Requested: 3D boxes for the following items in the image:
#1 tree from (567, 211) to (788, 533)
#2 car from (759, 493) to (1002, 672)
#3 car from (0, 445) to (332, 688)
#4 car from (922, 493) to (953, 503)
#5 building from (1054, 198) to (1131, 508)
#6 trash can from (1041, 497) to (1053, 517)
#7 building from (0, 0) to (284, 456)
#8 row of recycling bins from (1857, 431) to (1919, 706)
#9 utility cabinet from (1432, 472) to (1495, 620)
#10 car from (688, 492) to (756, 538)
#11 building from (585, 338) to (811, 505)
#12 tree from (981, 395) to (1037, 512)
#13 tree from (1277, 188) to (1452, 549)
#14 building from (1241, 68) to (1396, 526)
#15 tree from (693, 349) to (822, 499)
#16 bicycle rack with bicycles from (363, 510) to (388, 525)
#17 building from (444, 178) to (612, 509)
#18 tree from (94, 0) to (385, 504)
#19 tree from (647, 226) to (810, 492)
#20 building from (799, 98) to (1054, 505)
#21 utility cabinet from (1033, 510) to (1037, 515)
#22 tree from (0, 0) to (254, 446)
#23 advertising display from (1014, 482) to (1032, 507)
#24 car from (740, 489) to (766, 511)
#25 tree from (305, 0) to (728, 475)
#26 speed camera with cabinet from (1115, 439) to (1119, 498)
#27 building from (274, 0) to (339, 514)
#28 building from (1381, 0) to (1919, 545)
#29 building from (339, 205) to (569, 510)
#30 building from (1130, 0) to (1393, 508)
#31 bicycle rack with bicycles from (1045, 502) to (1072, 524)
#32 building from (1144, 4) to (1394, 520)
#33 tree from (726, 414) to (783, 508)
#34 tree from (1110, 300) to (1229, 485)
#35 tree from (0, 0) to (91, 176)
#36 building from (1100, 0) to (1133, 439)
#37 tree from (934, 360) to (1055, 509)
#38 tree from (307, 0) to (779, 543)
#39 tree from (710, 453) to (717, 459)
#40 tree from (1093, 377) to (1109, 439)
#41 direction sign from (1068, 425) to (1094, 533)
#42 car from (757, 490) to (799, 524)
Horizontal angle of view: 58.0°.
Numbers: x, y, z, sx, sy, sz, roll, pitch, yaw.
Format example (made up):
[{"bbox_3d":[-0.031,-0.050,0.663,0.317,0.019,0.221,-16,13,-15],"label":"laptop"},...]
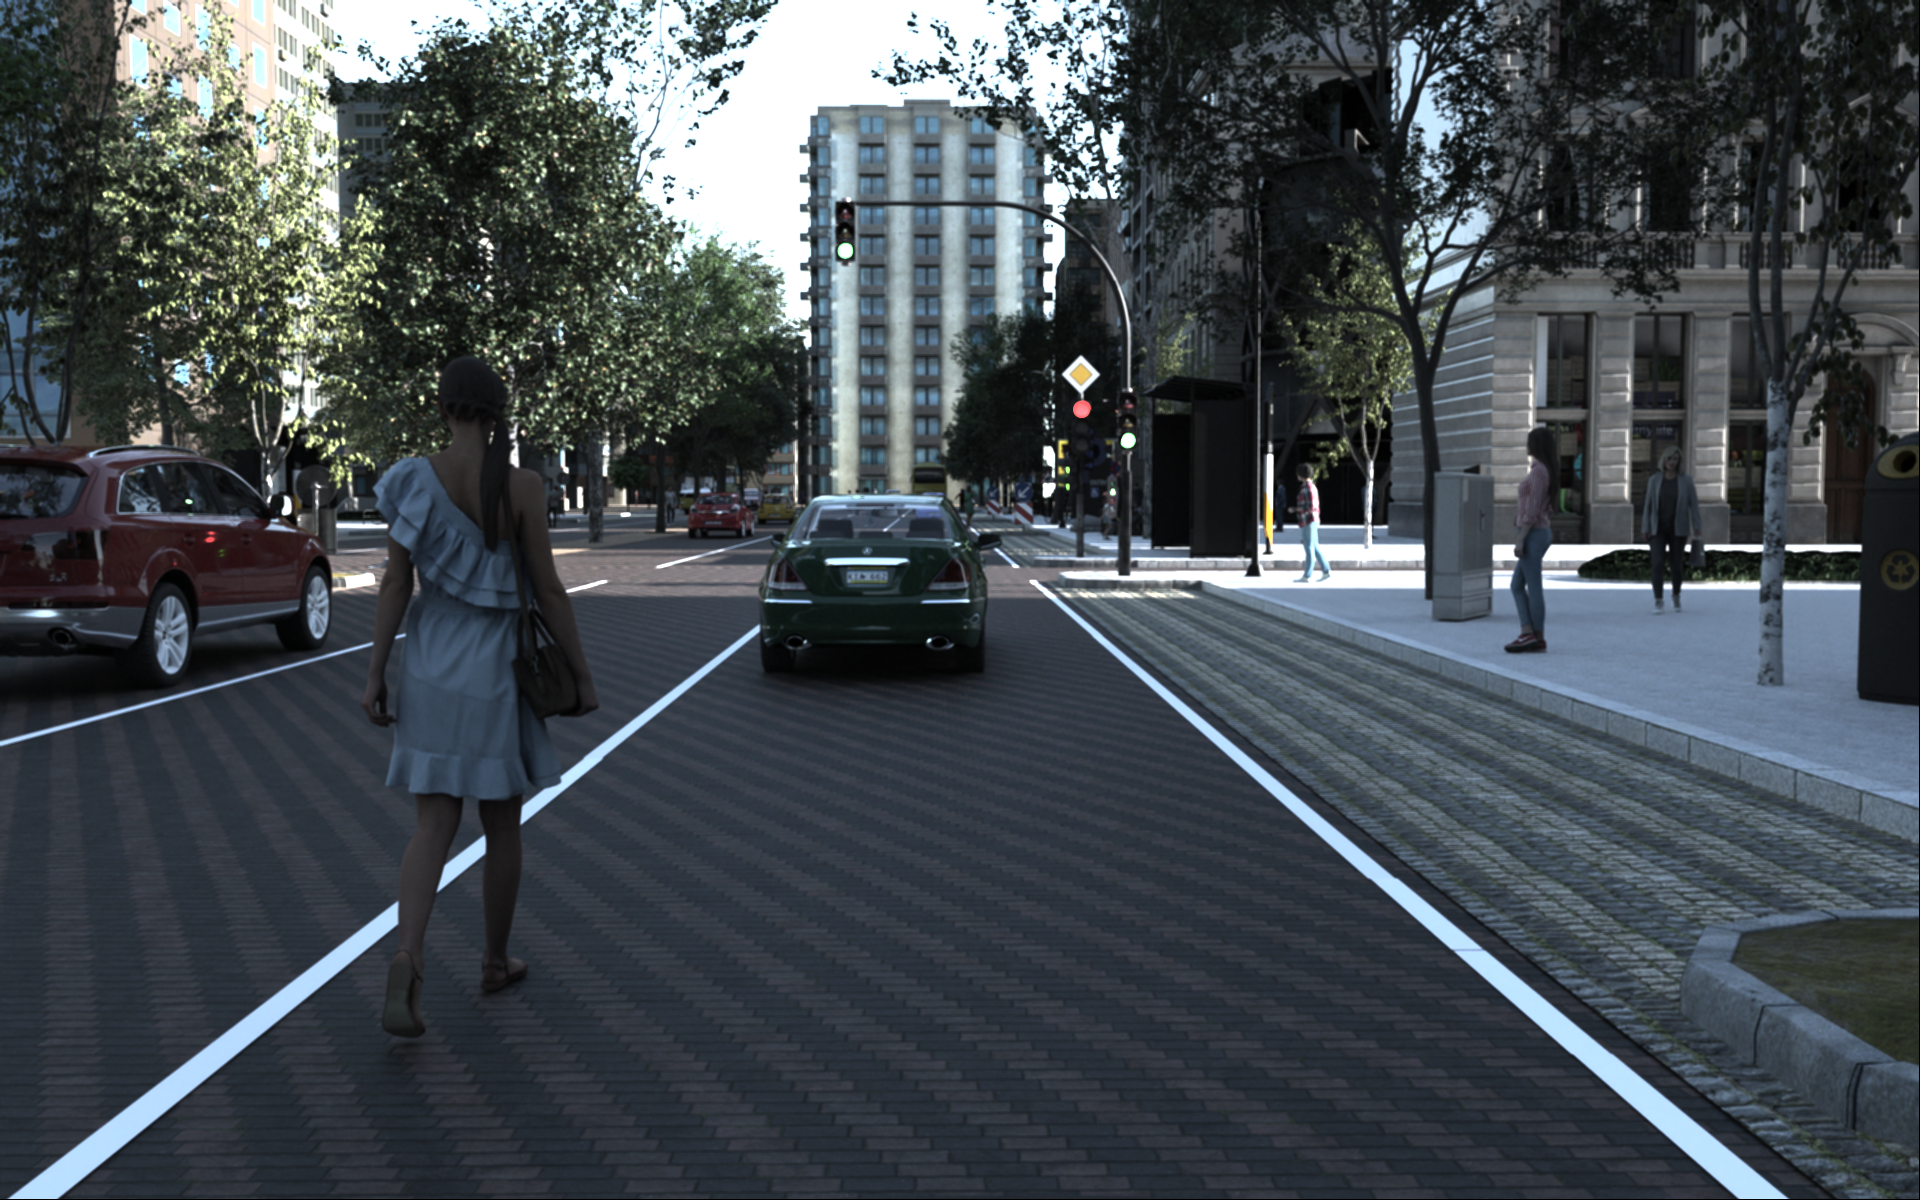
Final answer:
[{"bbox_3d":[-10.805,-8.225,62.687,9.928,11.665,9.643,0,3,0],"label":"tree"},{"bbox_3d":[-0.682,-0.220,15.392,2.131,1.459,4.920,0,4,0],"label":"car"},{"bbox_3d":[-6.883,-0.345,14.312,2.281,1.827,5.304,0,4,-1],"label":"car"},{"bbox_3d":[-1.312,-4.560,84.146,1.945,1.707,3.694,0,4,-2],"label":"car"},{"bbox_3d":[17.094,-24.435,171.212,14.160,30.474,14.107,0,4,-1],"label":"building"},{"bbox_3d":[4.935,-5.306,98.412,0.748,1.137,0.748,0,3,0],"label":"trash can"},{"bbox_3d":[-34.951,-25.305,63.845,14.600,45.320,14.200,0,4,-1],"label":"building"},{"bbox_3d":[6.122,-0.141,9.413,1.069,1.692,3.534,0,4,0],"label":"row of recycling bins"},{"bbox_3d":[5.210,-0.561,17.857,0.318,1.500,1.173,2,4,32],"label":"utility cabinet"},{"bbox_3d":[-7.924,-2.974,57.670,2.155,1.783,4.494,0,4,-1],"label":"car"},{"bbox_3d":[-33.790,-22.607,214.671,28.899,21.520,27.650,0,4,-1],"label":"building"},{"bbox_3d":[3.196,-10.535,122.607,4.360,8.622,3.978,0,3,0],"label":"tree"},{"bbox_3d":[9.462,-5.492,40.161,4.737,8.622,4.395,0,3,0],"label":"tree"},{"bbox_3d":[20.811,-12.808,76.863,16.820,18.784,16.811,0,4,-1],"label":"building"},{"bbox_3d":[-11.476,-9.484,91.937,8.767,10.594,7.601,0,4,-1],"label":"tree"},{"bbox_3d":[-23.350,-3.598,72.208,2.852,0.926,2.925,3,4,37],"label":"bicycle rack with bicycles"},{"bbox_3d":[-45.359,-28.720,161.450,23.993,40.220,32.217,0,4,-1],"label":"building"},{"bbox_3d":[-10.189,-4.428,25.226,4.737,8.622,4.395,0,3,0],"label":"tree"},{"bbox_3d":[-11.556,-10.636,83.018,9.857,13.997,8.962,0,3,0],"label":"tree"},{"bbox_3d":[-4.087,-36.266,212.549,30.456,49.044,23.786,0,4,-1],"label":"building"},{"bbox_3d":[4.496,-6.015,107.021,0.318,1.500,1.173,-1,4,-11],"label":"utility cabinet"},{"bbox_3d":[-10.386,-4.102,19.893,4.360,8.622,3.978,0,3,0],"label":"tree"},{"bbox_3d":[3.296,-5.213,90.440,0.974,1.923,0.123,-1,4,-18],"label":"advertising display"},{"bbox_3d":[-14.957,-7.079,124.406,2.281,1.827,5.304,0,4,-2],"label":"car"},{"bbox_3d":[-10.457,-7.379,40.119,9.611,12.733,9.660,0,3,0],"label":"tree"},{"bbox_3d":[5.103,-4.153,62.241,2.038,3.252,0.660,-2,4,-25],"label":"speed camera with cabinet"},{"bbox_3d":[-46.932,-24.402,90.850,32.217,40.220,23.993,0,4,-1],"label":"building"},{"bbox_3d":[22.428,-13.386,47.748,19.941,23.489,11.050,0,4,-1],"label":"building"},{"bbox_3d":[-45.056,-17.064,124.028,27.650,21.520,28.899,0,4,-1],"label":"building"},{"bbox_3d":[21.309,-41.805,121.764,20.563,71.187,20.611,0,4,-1],"label":"building"},{"bbox_3d":[4.964,-3.785,75.273,2.925,0.926,2.852,-2,4,-28],"label":"bicycle rack with bicycles"},{"bbox_3d":[17.952,-18.362,97.476,12.463,27.353,25.104,0,4,-1],"label":"building"},{"bbox_3d":[-11.364,-8.884,98.068,4.360,8.622,3.978,0,3,0],"label":"tree"},{"bbox_3d":[7.999,-7.038,65.438,4.737,8.622,4.395,0,3,0],"label":"tree"},{"bbox_3d":[-10.146,-5.160,12.574,9.928,11.665,9.643,0,3,0],"label":"tree"},{"bbox_3d":[22.104,-51.034,147.070,22.319,86.520,31.000,0,4,-1],"label":"building"},{"bbox_3d":[3.234,-14.002,145.945,9.611,12.733,9.660,0,3,0],"label":"tree"},{"bbox_3d":[-11.905,-11.787,51.058,12.611,20.169,13.585,0,3,0],"label":"tree"},{"bbox_3d":[-24.061,-13.605,172.805,4.360,8.622,3.978,0,3,0],"label":"tree"},{"bbox_3d":[8.811,-9.377,103.676,4.737,8.622,4.395,0,3,0],"label":"tree"},{"bbox_3d":[3.999,-3.993,57.281,0.876,3.537,0.379,-1,4,-13],"label":"direction sign"},{"bbox_3d":[-8.821,-4.490,83.639,2.015,1.641,3.980,0,4,-3],"label":"car"}]
